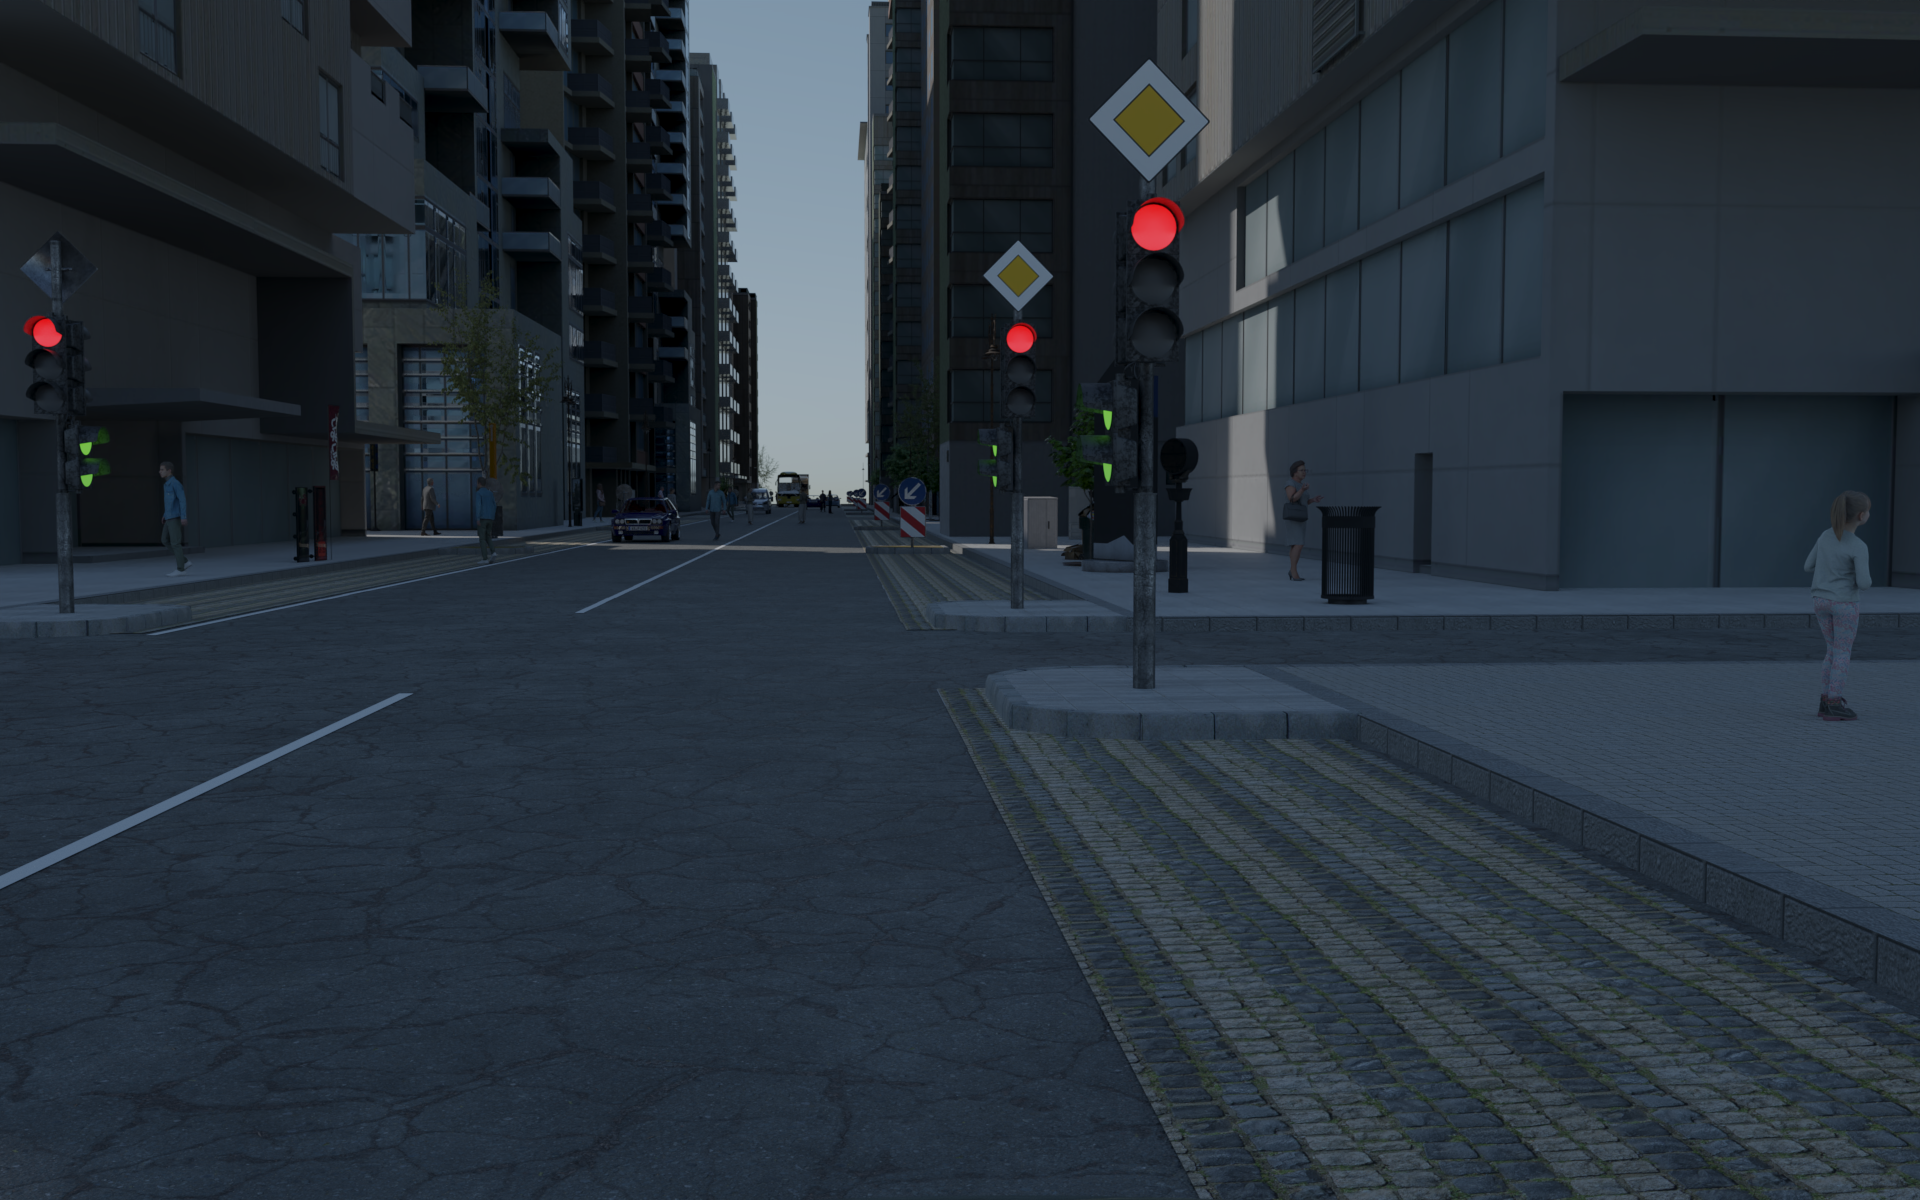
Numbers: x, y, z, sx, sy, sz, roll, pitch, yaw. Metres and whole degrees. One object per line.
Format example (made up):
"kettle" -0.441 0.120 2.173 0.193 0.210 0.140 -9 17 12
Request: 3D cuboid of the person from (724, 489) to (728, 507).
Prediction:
"person" -22.518 -9.803 166.415 0.705 1.812 1.348 -2 4 -27

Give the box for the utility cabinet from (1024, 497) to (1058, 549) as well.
"utility cabinet" 1.857 -1.808 40.722 1.020 1.237 0.306 -3 5 -44

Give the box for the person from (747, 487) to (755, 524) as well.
"person" -9.876 -4.450 81.810 0.362 1.759 0.519 0 4 -1

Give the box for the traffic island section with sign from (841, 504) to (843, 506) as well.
"traffic island section with sign" -8.823 -8.406 146.070 1.989 1.847 2.006 0 4 -4

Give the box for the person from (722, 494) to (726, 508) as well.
"person" -22.447 -9.487 164.342 0.799 1.438 0.628 2 4 30

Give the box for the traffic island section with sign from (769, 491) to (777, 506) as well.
"traffic island section with sign" -24.757 -13.399 227.705 1.989 1.847 2.006 0 4 -4

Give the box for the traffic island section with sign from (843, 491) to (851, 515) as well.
"traffic island section with sign" -6.876 -6.762 119.184 1.989 1.847 2.006 0 4 -4

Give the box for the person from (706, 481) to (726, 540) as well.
"person" -7.530 -2.779 53.797 0.638 1.841 0.748 1 4 20

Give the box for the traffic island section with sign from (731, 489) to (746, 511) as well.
"traffic island section with sign" -18.797 -8.347 145.102 1.989 1.847 2.006 0 4 -4

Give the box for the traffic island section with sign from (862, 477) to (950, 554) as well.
"traffic island section with sign" -1.291 -2.036 41.921 1.989 1.847 2.006 0 4 -4

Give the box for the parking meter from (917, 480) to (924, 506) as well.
"parking meter" -1.633 -4.018 71.403 0.255 1.863 0.399 1 4 10

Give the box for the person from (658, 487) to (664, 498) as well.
"person" -17.330 -5.731 100.683 0.436 1.711 0.756 0 4 -6

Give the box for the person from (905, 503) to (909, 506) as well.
"person" -3.237 -6.063 108.407 0.421 1.427 0.697 -1 4 -16

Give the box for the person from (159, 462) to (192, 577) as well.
"person" -12.227 -1.262 27.012 0.444 1.785 0.601 -2 4 -28

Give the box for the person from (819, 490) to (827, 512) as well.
"person" -10.989 -7.946 138.955 0.617 1.759 0.750 0 4 -6

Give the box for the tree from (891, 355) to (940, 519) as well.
"tree" -1.568 -8.530 89.821 4.737 8.622 4.395 0 3 0

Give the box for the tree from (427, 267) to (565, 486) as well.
"tree" -15.421 -6.502 56.665 4.737 8.622 4.395 0 3 0

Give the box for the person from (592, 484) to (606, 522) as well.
"person" -16.333 -4.382 78.275 0.643 1.750 0.593 -1 4 -19

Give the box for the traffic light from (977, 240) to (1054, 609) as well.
"traffic light" 0.623 -1.858 19.307 0.839 4.253 0.868 0 4 -4

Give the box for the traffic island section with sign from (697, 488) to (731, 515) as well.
"traffic island section with sign" -16.791 -6.652 117.380 1.989 1.847 2.006 0 4 -4

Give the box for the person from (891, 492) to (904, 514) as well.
"person" -3.705 -6.344 109.396 1.348 1.869 0.705 -1 4 -18

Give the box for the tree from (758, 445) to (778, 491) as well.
"tree" -28.738 -18.488 252.640 4.360 8.622 3.978 0 3 0

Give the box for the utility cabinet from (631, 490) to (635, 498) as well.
"utility cabinet" -16.784 -4.845 87.890 0.318 1.500 1.173 -2 4 -27

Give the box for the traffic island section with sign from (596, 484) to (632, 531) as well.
"traffic island section with sign" -13.252 -3.657 68.417 1.989 1.847 2.006 0 4 -4

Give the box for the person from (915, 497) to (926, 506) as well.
"person" -1.801 -4.332 76.741 0.638 1.841 0.748 -1 4 -15

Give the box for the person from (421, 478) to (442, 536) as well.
"person" -16.264 -2.868 53.328 0.661 1.777 0.834 3 4 38

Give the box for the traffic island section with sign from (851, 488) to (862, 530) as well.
"traffic island section with sign" -3.236 -3.681 68.806 1.989 1.847 2.006 0 4 -4

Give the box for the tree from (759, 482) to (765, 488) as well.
"tree" -28.904 -15.533 248.567 1.663 3.219 1.824 0 3 0

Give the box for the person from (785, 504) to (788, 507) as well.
"person" -20.011 -11.621 199.429 0.530 1.710 0.541 0 4 7

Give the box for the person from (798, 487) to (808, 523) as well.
"person" -7.723 -4.635 84.836 0.362 1.759 0.519 3 5 42

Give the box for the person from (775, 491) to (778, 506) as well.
"person" -21.737 -11.985 204.909 0.568 1.767 0.683 -3 5 -43

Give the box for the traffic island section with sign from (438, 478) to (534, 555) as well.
"traffic island section with sign" -11.312 -2.012 41.531 1.989 1.847 2.006 0 4 -4

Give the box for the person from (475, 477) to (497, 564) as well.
"person" -9.709 -1.627 35.451 0.444 1.785 0.601 2 4 35

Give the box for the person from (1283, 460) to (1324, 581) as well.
"person" 5.036 -1.176 25.637 0.532 1.782 0.716 2 4 34

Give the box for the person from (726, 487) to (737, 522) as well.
"person" -11.776 -4.917 89.229 0.601 1.785 0.444 2 4 35

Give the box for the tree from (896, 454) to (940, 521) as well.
"tree" -1.809 -5.551 85.359 1.663 3.219 1.824 0 3 0

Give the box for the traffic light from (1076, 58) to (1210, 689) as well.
"traffic light" 1.198 -1.371 11.343 0.839 4.253 0.868 0 4 -4

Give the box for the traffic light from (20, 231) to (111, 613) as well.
"traffic light" -9.611 -1.812 18.554 0.839 4.253 0.868 0 4 -4

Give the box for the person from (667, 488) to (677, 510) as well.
"person" -13.528 -4.418 81.487 0.466 1.731 0.760 -1 4 -12

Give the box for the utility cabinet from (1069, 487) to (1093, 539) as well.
"utility cabinet" 3.648 -2.451 48.747 1.173 1.500 0.318 0 4 3

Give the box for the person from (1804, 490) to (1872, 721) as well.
"person" 5.018 0.028 9.865 0.394 1.301 0.425 -2 4 -33

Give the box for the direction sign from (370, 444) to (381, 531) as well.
"direction sign" -20.177 -4.140 59.693 0.379 3.537 0.876 0 4 -3

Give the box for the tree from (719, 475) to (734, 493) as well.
"tree" -23.189 -10.707 169.663 1.663 3.219 1.824 0 3 0

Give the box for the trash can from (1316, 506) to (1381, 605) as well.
"trash can" 4.541 -0.527 20.268 0.748 1.137 0.748 0 3 0

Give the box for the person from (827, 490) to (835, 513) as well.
"person" -9.517 -7.256 127.861 0.721 1.735 1.217 2 4 27

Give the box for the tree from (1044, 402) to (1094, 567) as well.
"tree" 2.246 -2.233 31.105 1.663 3.219 1.824 0 3 0

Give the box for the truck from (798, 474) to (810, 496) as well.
"truck" -22.632 -15.677 245.234 2.839 4.237 11.283 0 4 -5
